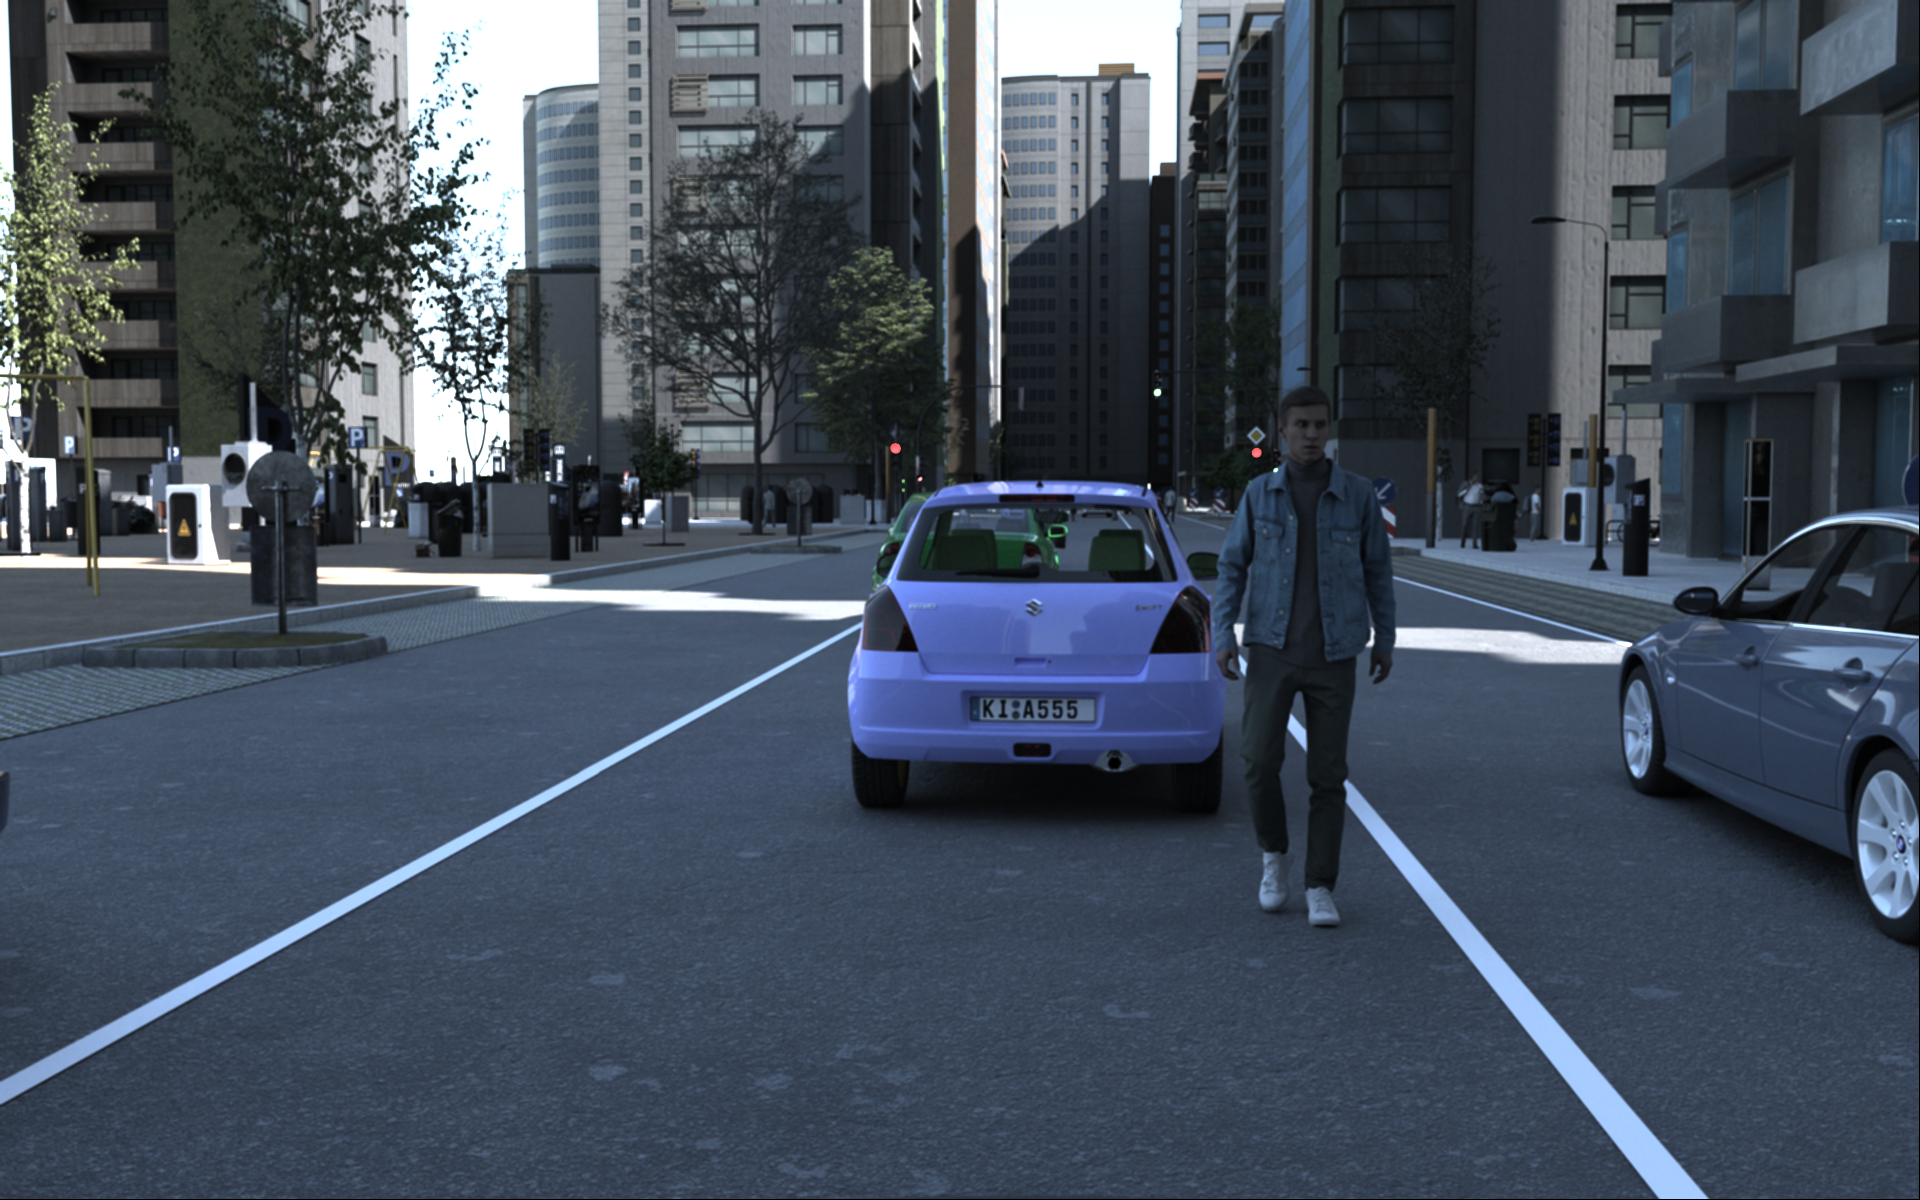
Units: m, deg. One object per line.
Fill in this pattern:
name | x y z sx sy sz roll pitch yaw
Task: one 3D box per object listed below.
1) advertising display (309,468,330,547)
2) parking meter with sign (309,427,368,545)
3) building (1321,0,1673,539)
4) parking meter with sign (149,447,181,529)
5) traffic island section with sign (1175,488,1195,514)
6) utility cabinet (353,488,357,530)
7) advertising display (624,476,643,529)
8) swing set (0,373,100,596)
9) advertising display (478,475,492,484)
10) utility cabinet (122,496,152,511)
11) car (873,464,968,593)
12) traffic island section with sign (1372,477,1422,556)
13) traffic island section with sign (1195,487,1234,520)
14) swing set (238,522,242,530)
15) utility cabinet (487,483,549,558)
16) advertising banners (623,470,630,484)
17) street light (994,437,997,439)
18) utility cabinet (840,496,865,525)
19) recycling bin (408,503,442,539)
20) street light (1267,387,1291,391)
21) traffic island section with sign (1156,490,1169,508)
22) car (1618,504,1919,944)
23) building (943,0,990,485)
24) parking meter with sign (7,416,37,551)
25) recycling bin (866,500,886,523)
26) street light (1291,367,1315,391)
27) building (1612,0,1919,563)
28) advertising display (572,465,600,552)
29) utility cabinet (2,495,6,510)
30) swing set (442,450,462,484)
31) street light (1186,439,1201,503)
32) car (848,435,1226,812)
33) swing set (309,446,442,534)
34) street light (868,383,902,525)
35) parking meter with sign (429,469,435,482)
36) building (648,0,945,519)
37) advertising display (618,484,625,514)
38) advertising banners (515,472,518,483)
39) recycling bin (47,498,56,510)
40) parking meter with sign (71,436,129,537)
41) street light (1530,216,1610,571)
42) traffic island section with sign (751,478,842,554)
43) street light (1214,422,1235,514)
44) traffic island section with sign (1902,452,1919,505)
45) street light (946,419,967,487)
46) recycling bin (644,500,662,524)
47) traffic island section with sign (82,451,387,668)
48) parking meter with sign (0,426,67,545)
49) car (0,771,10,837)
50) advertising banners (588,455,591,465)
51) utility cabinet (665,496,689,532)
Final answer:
advertising display | -15.750 -2.279 42.470 0.974 1.923 0.123 3 5 42
parking meter with sign | -15.891 -2.931 44.191 0.543 3.016 1.738 1 4 20
building | 18.472 -17.359 55.515 14.160 30.474 14.107 0 4 5
parking meter with sign | -29.155 -4.086 63.061 0.543 3.016 1.738 1 4 15
traffic island section with sign | 16.548 -7.047 123.843 1.989 1.847 2.006 0 4 5
utility cabinet | -21.956 -3.233 61.541 1.173 1.500 0.318 2 4 30
advertising display | -11.828 -3.536 63.030 0.123 1.923 0.974 -3 4 -38
swing set | -12.897 -1.507 22.263 3.119 2.851 2.862 -2 4 -28
advertising display | -16.073 -3.313 59.383 0.974 1.923 0.123 -1 4 -16
utility cabinet | -29.287 -3.090 61.683 1.020 1.237 0.306 1 4 15
car | 0.149 -0.573 18.162 1.959 1.807 4.718 0 4 3
traffic island section with sign | 9.748 -1.977 40.956 1.989 1.847 2.006 0 4 5
traffic island section with sign | 14.315 -5.381 96.608 1.989 1.847 2.006 0 4 5
swing set | -24.438 -4.032 63.548 2.862 2.851 3.119 1 4 12
utility cabinet | -8.896 -1.602 34.865 1.173 1.500 0.318 -2 4 -35
advertising banners | -24.844 -7.884 125.090 2.074 3.025 0.090 0 4 1
street light | 2.460 -10.344 141.665 1.470 5.913 1.316 0 4 5
utility cabinet | -4.511 -3.761 72.654 1.020 1.237 0.306 0 4 -7
recycling bin | -15.443 -2.291 50.018 0.722 1.027 0.722 -3 5 -44
street light | 14.034 -6.284 75.283 1.470 5.913 1.316 0 4 5
traffic island section with sign | 20.616 -10.075 173.351 1.989 1.847 2.006 0 4 5
car | 3.958 0.323 6.718 2.014 1.417 4.499 0 4 5
building | -5.228 -28.920 122.952 14.600 45.320 14.200 0 4 5
parking meter with sign | -21.373 -2.634 39.327 0.543 3.016 1.738 -3 4 -37
recycling bin | -3.680 -3.874 75.890 0.722 1.027 0.722 1 4 14
street light | 13.015 -5.563 63.494 1.470 5.913 1.316 0 4 5
building | 23.808 -24.675 23.049 23.786 49.044 30.456 0 4 5
advertising display | -8.299 -2.035 38.487 0.123 1.923 0.974 1 4 18
utility cabinet | -57.072 -5.623 103.100 1.020 1.237 0.306 0 4 -4
swing set | -19.341 -3.894 61.294 3.119 2.851 2.862 1 4 17
street light | 19.786 -10.634 146.399 1.470 5.913 1.316 0 4 5
car | 0.468 0.026 9.159 1.945 1.707 3.694 0 4 5
swing set | -19.391 -3.646 57.235 3.119 2.851 2.862 1 4 15
street light | -3.134 -6.129 72.751 1.470 5.913 1.316 0 4 5
parking meter with sign | -36.454 -7.688 121.967 1.738 3.016 0.543 1 4 16
building | -8.452 -25.179 95.274 14.154 41.232 14.086 0 4 5
advertising display | -21.484 -6.446 110.610 0.974 1.923 0.123 2 4 35
advertising banners | -37.790 -9.218 146.900 2.074 3.025 0.090 1 4 12
recycling bin | -65.895 -6.921 125.712 0.722 1.027 0.722 -1 4 -14
parking meter with sign | -26.194 -3.448 52.628 0.543 3.016 1.738 2 4 31
street light | 10.224 -3.455 29.036 1.470 5.913 1.316 0 4 5
traffic island section with sign | -3.932 -2.048 42.109 1.989 1.847 2.006 0 4 5
street light | 16.936 -8.453 110.742 1.470 5.913 1.316 0 4 5
traffic island section with sign | 7.536 -0.334 14.091 1.989 1.847 2.006 0 4 5
street light | -0.262 -8.236 107.201 1.470 5.913 1.316 0 4 5
recycling bin | -13.231 -3.794 74.578 0.722 1.027 0.722 -1 4 -11
traffic island section with sign | -6.162 -0.396 15.106 1.989 1.847 2.006 0 4 5
parking meter with sign | -24.976 -3.075 46.532 1.738 3.016 0.543 0 4 -3
car | -3.754 0.558 3.450 1.945 1.354 3.894 0 4 3
advertising banners | -17.102 -5.087 79.360 0.090 3.025 2.074 -1 4 -23
utility cabinet | -9.569 -2.899 58.559 0.306 1.237 1.020 2 4 24
